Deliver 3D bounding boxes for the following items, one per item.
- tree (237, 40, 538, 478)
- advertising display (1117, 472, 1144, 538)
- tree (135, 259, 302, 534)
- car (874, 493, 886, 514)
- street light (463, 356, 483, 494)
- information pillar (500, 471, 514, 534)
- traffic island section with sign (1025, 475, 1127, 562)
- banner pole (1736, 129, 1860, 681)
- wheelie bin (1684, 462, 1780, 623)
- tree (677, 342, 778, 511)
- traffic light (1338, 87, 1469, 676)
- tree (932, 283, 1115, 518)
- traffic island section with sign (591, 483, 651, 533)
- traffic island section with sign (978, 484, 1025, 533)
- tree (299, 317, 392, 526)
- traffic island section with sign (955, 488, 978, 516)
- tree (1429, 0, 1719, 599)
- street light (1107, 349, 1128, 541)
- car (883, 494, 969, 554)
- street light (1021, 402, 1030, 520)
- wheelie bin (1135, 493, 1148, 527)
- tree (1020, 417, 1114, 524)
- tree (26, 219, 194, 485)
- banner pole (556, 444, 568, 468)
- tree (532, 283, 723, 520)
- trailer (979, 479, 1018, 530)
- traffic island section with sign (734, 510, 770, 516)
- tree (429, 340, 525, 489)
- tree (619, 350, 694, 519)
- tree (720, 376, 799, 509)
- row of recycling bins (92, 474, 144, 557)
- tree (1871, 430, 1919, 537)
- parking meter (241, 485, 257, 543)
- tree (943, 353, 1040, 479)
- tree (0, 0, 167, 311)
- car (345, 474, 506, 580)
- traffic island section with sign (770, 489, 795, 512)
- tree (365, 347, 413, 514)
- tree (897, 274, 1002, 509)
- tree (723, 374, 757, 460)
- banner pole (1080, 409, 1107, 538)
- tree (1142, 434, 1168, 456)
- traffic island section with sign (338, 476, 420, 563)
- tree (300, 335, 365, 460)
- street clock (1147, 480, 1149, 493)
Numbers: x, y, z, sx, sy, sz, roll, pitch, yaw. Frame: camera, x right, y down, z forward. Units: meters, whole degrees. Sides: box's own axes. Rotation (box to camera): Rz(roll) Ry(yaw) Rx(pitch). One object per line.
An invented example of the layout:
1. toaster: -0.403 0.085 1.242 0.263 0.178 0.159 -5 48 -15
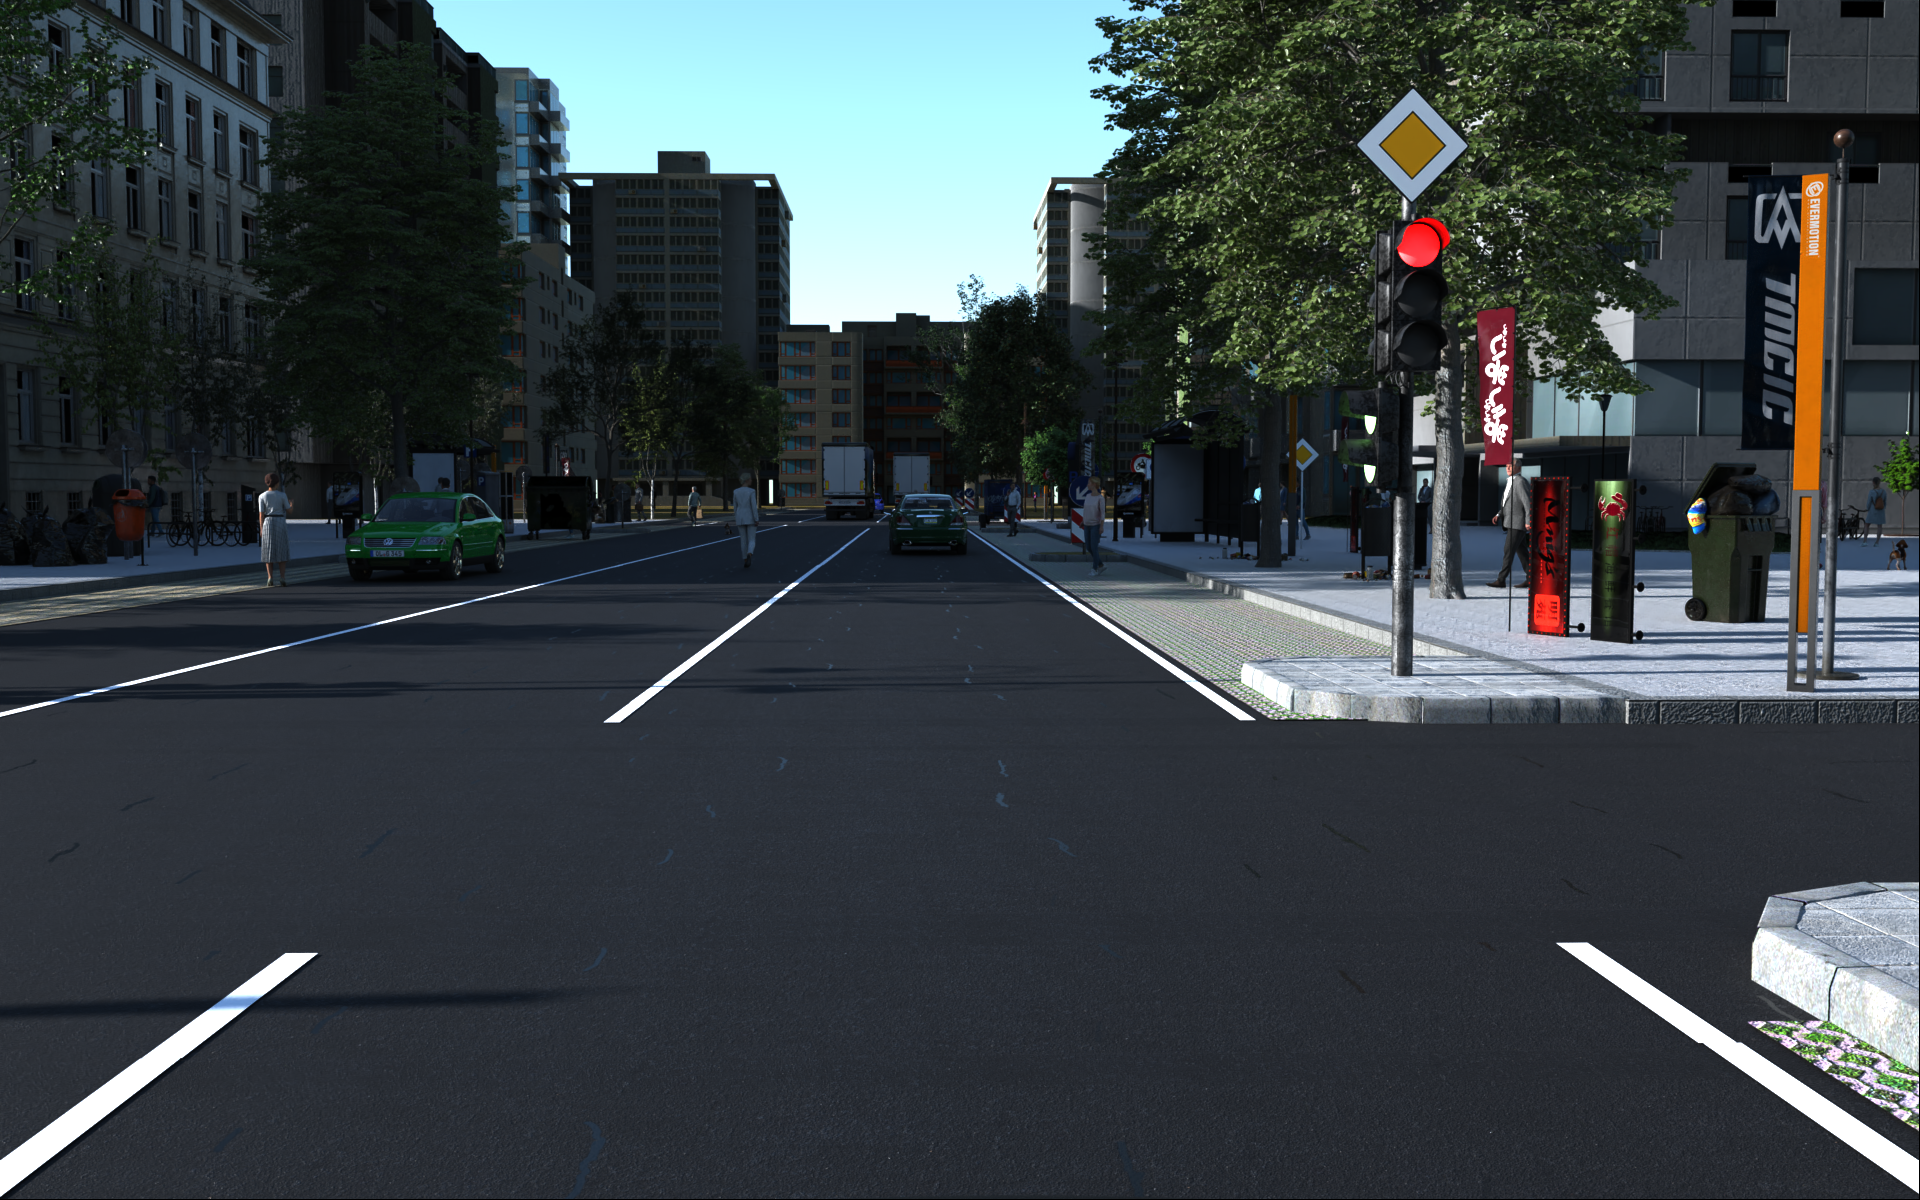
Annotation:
1. tree: -14.409 -7.681 43.710 7.486 12.596 7.792 0 3 0
2. advertising display: 4.961 -2.787 50.777 0.974 1.923 0.123 3 4 38
3. tree: -24.108 -6.422 55.367 4.360 8.622 3.978 0 3 0
4. car: -6.447 -7.225 127.720 1.945 1.707 3.694 0 4 -3
5. street light: -14.560 -4.821 51.609 0.468 5.910 1.993 0 4 -1
6. information pillar: -14.722 -3.166 56.263 0.304 2.012 0.304 2 4 34
7. traffic island section with sign: 2.501 -1.747 37.184 1.989 1.847 2.006 0 4 -1
8. banner pole: 5.834 -1.345 12.012 0.863 3.779 0.401 0 4 5
9. wheelie bin: 7.803 -0.584 17.455 0.980 1.594 0.693 -2 4 -29
10. tree: -17.479 -12.923 129.416 7.486 12.596 7.792 0 3 0
11. traffic light: 3.108 -1.420 12.142 0.839 4.253 0.868 0 4 -1
12. tree: 3.259 -10.858 94.541 9.611 12.733 9.660 0 3 0
13. traffic island section with sign: -12.519 -3.395 64.140 1.989 1.847 2.006 0 4 -1
14. traffic island section with sign: 1.792 -3.418 64.517 1.989 1.847 2.006 0 4 -1
15. tree: -24.480 -7.296 69.651 4.737 8.622 4.395 0 3 0
16. traffic island section with sign: 0.494 -6.474 114.475 1.989 1.847 2.006 0 4 -1
17. tree: 5.618 -6.280 20.802 7.486 12.596 7.792 0 3 0
18. street light: 4.229 -4.538 46.988 0.468 5.910 1.993 0 4 -1
19. car: -0.814 -1.882 42.566 2.131 1.459 4.920 0 4 -3
20. street light: 3.264 -6.974 86.808 0.468 5.910 1.993 0 4 -1
21. wheelie bin: 6.827 -3.602 66.807 0.693 1.594 0.980 1 4 21
22. tree: 4.808 -5.481 73.330 4.285 4.588 4.351 0 3 0
23. tree: -22.180 -5.832 45.710 4.737 8.622 4.395 0 3 0
24. banner pole: -19.781 -5.866 85.930 0.401 3.779 0.863 3 5 42
25. tree: -15.346 -8.676 76.271 7.601 10.594 8.767 0 4 5
26. trailer: 1.479 -3.799 69.159 1.471 1.999 3.904 0 4 -2
27. traffic island section with sign: -13.830 -6.468 114.379 1.989 1.847 2.006 0 4 -1
28. tree: -22.542 -7.989 80.988 4.360 8.622 3.978 0 3 0
29. tree: -15.788 -8.479 88.988 4.737 8.622 4.395 0 3 0
30. tree: -18.062 -13.961 154.014 9.928 11.665 9.643 0 3 0
31. row of recycling bins: -18.022 -1.832 37.065 1.069 1.692 3.534 -2 4 -26
32. tree: 28.687 -3.545 52.561 1.663 3.219 1.824 0 3 0
33. parking meter: -18.578 -2.254 45.264 0.372 1.533 0.369 0 3 0
34. tree: 2.383 -12.000 121.956 9.928 11.665 9.643 0 3 0
35. tree: -14.856 -6.015 24.104 9.928 11.665 9.643 0 3 0
36. car: -9.247 -1.309 30.202 1.959 1.807 4.718 0 4 -1
37. traffic island section with sign: -14.537 -8.118 141.350 1.989 1.847 2.006 0 4 -1
38. tree: -27.099 -7.935 80.104 4.360 8.622 3.978 0 3 0
39. tree: 0.553 -18.108 151.954 12.611 20.169 13.585 0 3 0
40. tree: -15.928 -9.955 97.174 7.601 10.594 8.767 3 5 42
41. banner pole: 3.911 -3.726 50.944 0.863 3.779 0.401 -1 4 -18
42. tree: 10.492 -6.232 85.600 4.285 4.588 4.351 0 3 0
43. traffic island section with sign: -11.804 -1.704 36.486 1.989 1.847 2.006 0 4 -1
44. tree: -25.112 -6.924 63.564 4.360 8.622 3.978 0 3 0
45. street clock: 8.411 -4.357 75.802 0.358 2.002 0.471 -2 4 -28
